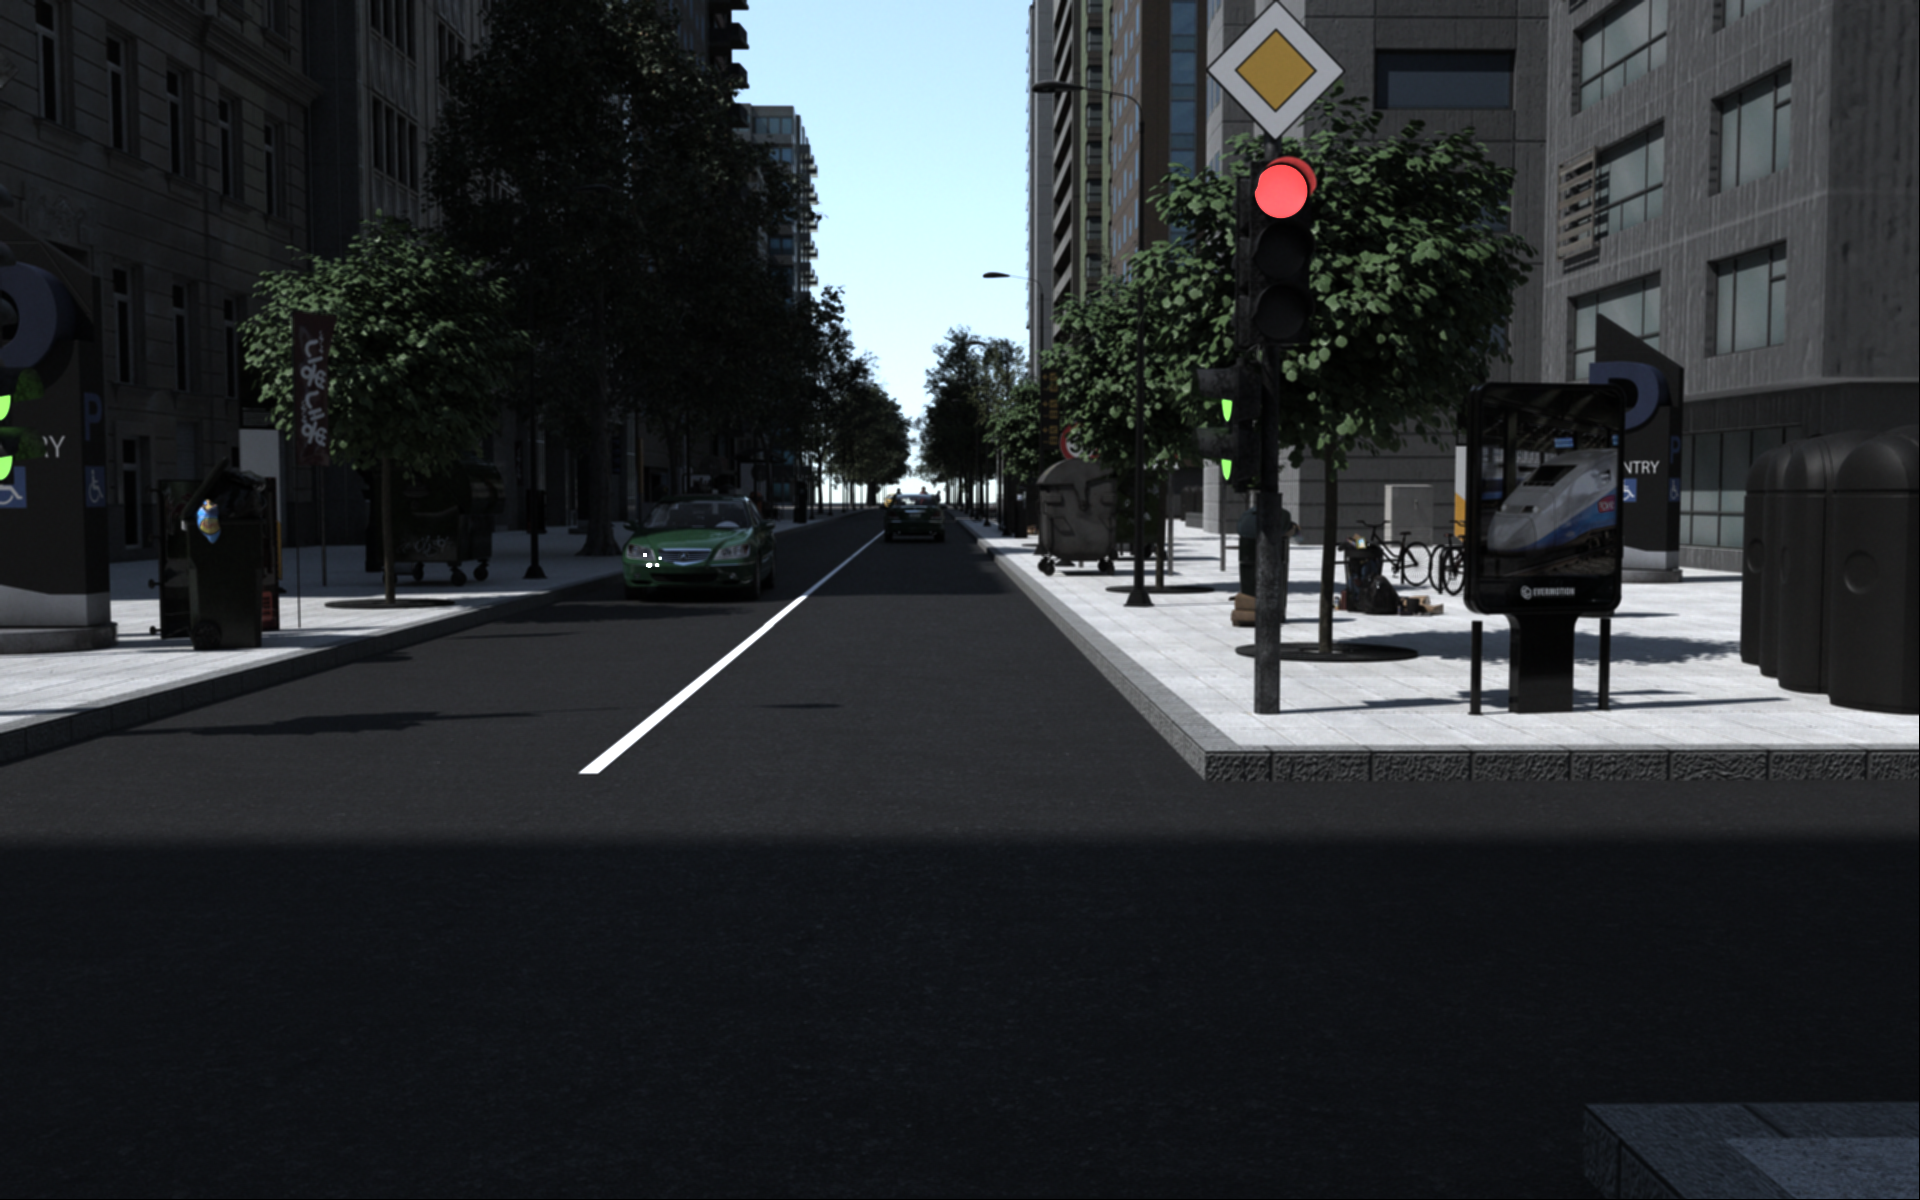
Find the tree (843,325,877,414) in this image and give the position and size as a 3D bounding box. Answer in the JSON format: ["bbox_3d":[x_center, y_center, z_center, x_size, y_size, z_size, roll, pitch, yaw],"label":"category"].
[{"bbox_3d":[-7.176,-8.050,66.030,8.767,10.594,7.601,0,4,7],"label":"tree"}]

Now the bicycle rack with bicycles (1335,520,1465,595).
[{"bbox_3d":[6.449,-0.616,23.452,2.925,0.926,2.852,-3,5,-40],"label":"bicycle rack with bicycles"}]

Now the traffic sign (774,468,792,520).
[{"bbox_3d":[-8.737,-5.226,85.443,0.884,2.594,0.081,0,4,6],"label":"traffic sign"}]

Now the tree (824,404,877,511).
[{"bbox_3d":[-8.372,-10.952,129.434,4.360,8.622,3.978,0,3,0],"label":"tree"}]

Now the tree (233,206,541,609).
[{"bbox_3d":[-6.526,-2.217,19.955,4.285,4.588,4.351,0,3,0],"label":"tree"}]

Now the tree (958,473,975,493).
[{"bbox_3d":[0.767,-10.024,158.492,1.663,3.219,1.824,0,3,0],"label":"tree"}]

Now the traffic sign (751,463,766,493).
[{"bbox_3d":[-8.304,-4.389,71.860,0.768,2.556,0.104,1,4,9],"label":"traffic sign"}]

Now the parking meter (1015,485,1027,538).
[{"bbox_3d":[1.774,-2.566,50.363,0.372,1.533,0.369,0,3,0],"label":"parking meter"}]

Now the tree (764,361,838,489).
[{"bbox_3d":[-8.349,-8.663,92.002,4.737,8.622,4.395,0,3,0],"label":"tree"}]

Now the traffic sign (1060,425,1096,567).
[{"bbox_3d":[2.119,-1.842,30.224,0.768,2.556,0.104,0,4,5],"label":"traffic sign"}]

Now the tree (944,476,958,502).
[{"bbox_3d":[-1.338,-17.396,234.781,4.360,8.622,3.978,0,3,0],"label":"tree"}]

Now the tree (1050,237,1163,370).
[{"bbox_3d":[4.628,-5.998,48.434,4.360,8.622,3.978,0,3,0],"label":"tree"}]

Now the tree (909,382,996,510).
[{"bbox_3d":[0.479,-12.416,137.410,8.767,10.594,7.601,-1,4,-19],"label":"tree"}]

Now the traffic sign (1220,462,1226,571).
[{"bbox_3d":[4.377,-1.753,28.760,0.768,2.556,0.104,0,4,3],"label":"traffic sign"}]

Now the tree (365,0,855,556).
[{"bbox_3d":[-7.457,-7.274,35.936,9.611,12.733,9.660,0,3,0],"label":"tree"}]

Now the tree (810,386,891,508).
[{"bbox_3d":[-10.021,-14.657,157.767,7.486,12.596,7.792,0,3,0],"label":"tree"}]

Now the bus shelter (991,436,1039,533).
[{"bbox_3d":[2.208,-5.091,60.876,2.179,5.291,8.768,0,4,-1],"label":"bus shelter"}]

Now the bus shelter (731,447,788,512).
[{"bbox_3d":[-8.897,-5.095,77.230,2.014,3.302,5.546,0,4,-1],"label":"bus shelter"}]

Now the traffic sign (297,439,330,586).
[{"bbox_3d":[-8.854,-1.400,24.068,0.795,2.450,0.064,0,4,7],"label":"traffic sign"}]

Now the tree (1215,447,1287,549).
[{"bbox_3d":[6.713,-2.797,40.340,1.663,3.219,1.824,0,3,0],"label":"tree"}]

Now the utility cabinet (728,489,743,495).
[{"bbox_3d":[-9.024,-3.729,69.643,0.318,1.500,1.173,0,4,7],"label":"utility cabinet"}]

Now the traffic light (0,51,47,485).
[{"bbox_3d":[-5.731,-1.282,9.880,0.839,4.253,0.868,0,4,-1],"label":"traffic light"}]

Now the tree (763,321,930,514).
[{"bbox_3d":[-9.086,-12.312,111.669,12.009,13.543,11.850,0,3,0],"label":"tree"}]

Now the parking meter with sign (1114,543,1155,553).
[{"bbox_3d":[3.710,-2.580,38.436,0.543,3.016,1.738,-2,4,-32],"label":"parking meter with sign"}]

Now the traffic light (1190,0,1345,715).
[{"bbox_3d":[1.779,-1.291,10.028,0.839,4.253,0.868,0,4,-1],"label":"traffic light"}]

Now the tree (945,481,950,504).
[{"bbox_3d":[-1.643,-19.003,221.074,12.009,13.543,11.850,0,3,0],"label":"tree"}]

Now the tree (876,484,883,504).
[{"bbox_3d":[-11.226,-14.346,229.153,1.663,3.219,1.824,0,3,0],"label":"tree"}]

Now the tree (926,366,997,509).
[{"bbox_3d":[0.443,-14.283,151.658,7.486,12.596,7.792,0,3,0],"label":"tree"}]

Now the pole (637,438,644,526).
[{"bbox_3d":[-11.656,-4.244,63.235,0.158,3.312,0.155,0,3,0],"label":"pole"}]

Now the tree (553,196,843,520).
[{"bbox_3d":[-8.079,-7.037,49.470,8.767,10.594,7.601,0,3,0],"label":"tree"}]

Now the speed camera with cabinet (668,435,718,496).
[{"bbox_3d":[-9.036,-3.936,58.681,0.660,3.252,2.038,2,4,29],"label":"speed camera with cabinet"}]

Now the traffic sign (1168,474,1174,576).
[{"bbox_3d":[3.298,-1.650,27.083,0.768,2.556,0.104,0,4,7],"label":"traffic sign"}]

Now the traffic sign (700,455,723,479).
[{"bbox_3d":[-8.206,-3.485,57.082,0.768,2.556,0.104,0,4,4],"label":"traffic sign"}]

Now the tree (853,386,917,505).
[{"bbox_3d":[-10.318,-18.570,210.267,9.857,13.997,8.962,0,3,0],"label":"tree"}]

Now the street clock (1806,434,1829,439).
[{"bbox_3d":[10.405,-1.002,20.955,0.471,2.002,0.358,3,5,45],"label":"street clock"}]

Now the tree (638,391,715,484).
[{"bbox_3d":[-12.373,-7.684,75.995,4.737,8.622,4.395,0,3,0],"label":"tree"}]

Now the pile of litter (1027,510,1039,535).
[{"bbox_3d":[2.518,-2.488,54.638,1.719,0.858,1.176,0,4,-3],"label":"pile of litter"}]

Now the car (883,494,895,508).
[{"bbox_3d":[-6.542,-9.850,171.278,2.015,1.641,3.980,0,4,0],"label":"car"}]

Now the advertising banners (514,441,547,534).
[{"bbox_3d":[-13.959,-3.673,56.239,0.090,3.025,2.074,-3,5,-41],"label":"advertising banners"}]

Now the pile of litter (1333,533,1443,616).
[{"bbox_3d":[4.603,-0.306,18.971,1.176,0.858,1.719,0,4,-6],"label":"pile of litter"}]

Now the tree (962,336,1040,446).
[{"bbox_3d":[2.313,-8.032,81.680,4.737,8.622,4.395,0,3,0],"label":"tree"}]

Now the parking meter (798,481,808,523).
[{"bbox_3d":[-6.869,-4.278,75.648,0.399,1.863,0.255,0,4,1],"label":"parking meter"}]

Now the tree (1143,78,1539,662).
[{"bbox_3d":[2.867,-1.835,13.722,4.285,4.588,4.351,0,3,0],"label":"tree"}]

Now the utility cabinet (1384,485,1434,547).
[{"bbox_3d":[10.791,-2.014,41.608,1.173,1.500,0.318,-1,4,-20],"label":"utility cabinet"}]

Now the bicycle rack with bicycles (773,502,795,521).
[{"bbox_3d":[-8.520,-4.254,82.928,2.852,0.926,2.925,0,4,-6],"label":"bicycle rack with bicycles"}]

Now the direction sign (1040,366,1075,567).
[{"bbox_3d":[1.862,-2.369,30.724,0.876,3.537,0.379,0,4,-3],"label":"direction sign"}]

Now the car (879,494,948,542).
[{"bbox_3d":[-1.419,-2.534,53.231,2.131,1.459,4.920,0,4,-2],"label":"car"}]

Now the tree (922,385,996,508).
[{"bbox_3d":[0.120,-15.373,168.354,9.611,12.733,9.660,0,3,0],"label":"tree"}]

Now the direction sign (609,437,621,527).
[{"bbox_3d":[-13.813,-4.666,68.285,0.876,3.537,0.379,0,4,-8],"label":"direction sign"}]

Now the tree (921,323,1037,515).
[{"bbox_3d":[1.189,-11.043,106.314,9.928,11.665,9.643,0,3,0],"label":"tree"}]

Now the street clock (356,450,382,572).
[{"bbox_3d":[-9.646,-1.460,28.434,0.471,2.002,0.358,1,4,17],"label":"street clock"}]

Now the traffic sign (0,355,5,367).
[{"bbox_3d":[-7.764,-0.816,13.444,0.768,2.556,0.104,0,4,3],"label":"traffic sign"}]

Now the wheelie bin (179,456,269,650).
[{"bbox_3d":[-6.168,-0.406,14.549,0.693,1.594,0.980,-2,4,-26],"label":"wheelie bin"}]

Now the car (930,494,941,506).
[{"bbox_3d":[-2.362,-6.846,123.929,2.014,1.417,4.499,0,4,0],"label":"car"}]

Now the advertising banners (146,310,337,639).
[{"bbox_3d":[-6.583,-1.215,16.051,0.090,3.025,2.074,2,4,30],"label":"advertising banners"}]

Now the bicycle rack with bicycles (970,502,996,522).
[{"bbox_3d":[2.166,-4.047,79.558,2.925,0.926,2.852,1,4,17],"label":"bicycle rack with bicycles"}]
